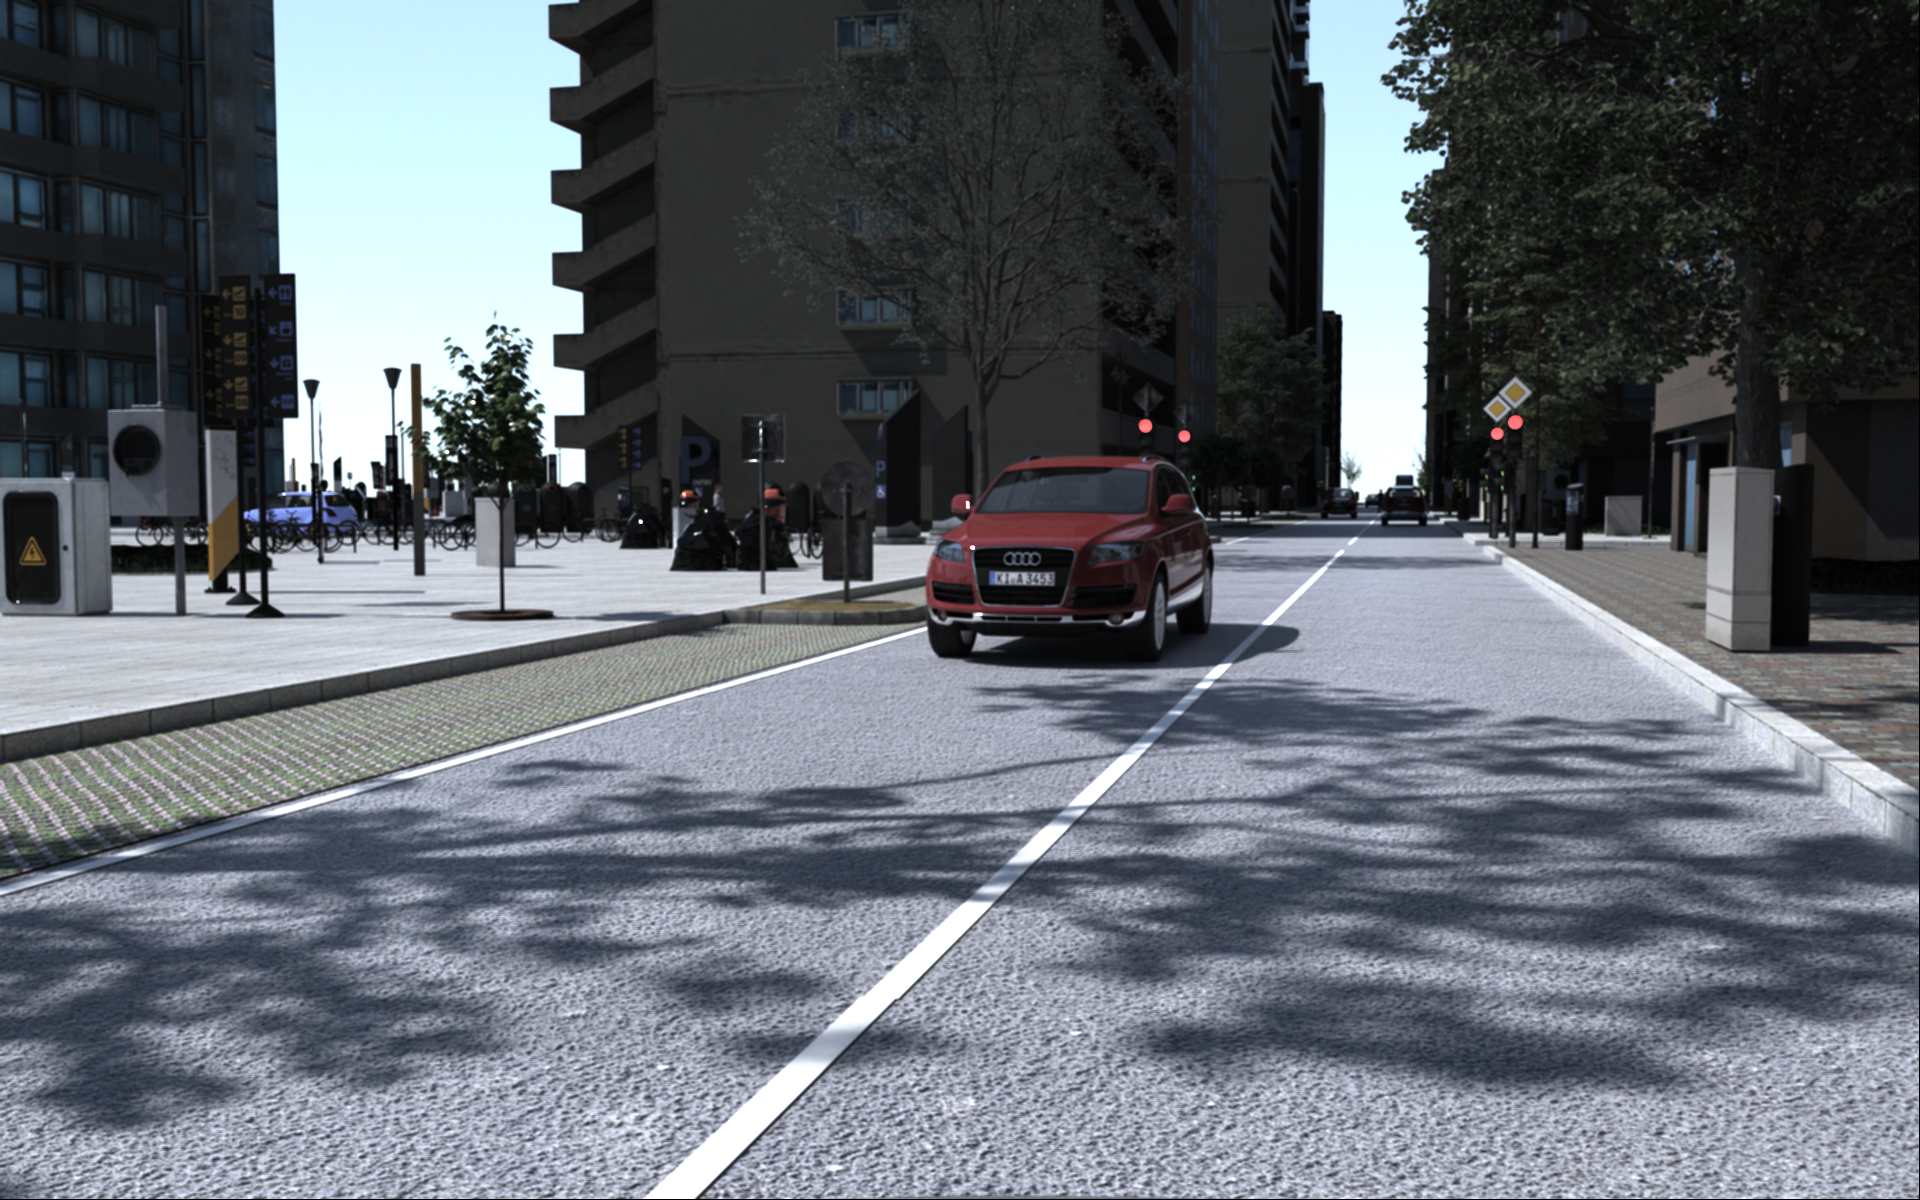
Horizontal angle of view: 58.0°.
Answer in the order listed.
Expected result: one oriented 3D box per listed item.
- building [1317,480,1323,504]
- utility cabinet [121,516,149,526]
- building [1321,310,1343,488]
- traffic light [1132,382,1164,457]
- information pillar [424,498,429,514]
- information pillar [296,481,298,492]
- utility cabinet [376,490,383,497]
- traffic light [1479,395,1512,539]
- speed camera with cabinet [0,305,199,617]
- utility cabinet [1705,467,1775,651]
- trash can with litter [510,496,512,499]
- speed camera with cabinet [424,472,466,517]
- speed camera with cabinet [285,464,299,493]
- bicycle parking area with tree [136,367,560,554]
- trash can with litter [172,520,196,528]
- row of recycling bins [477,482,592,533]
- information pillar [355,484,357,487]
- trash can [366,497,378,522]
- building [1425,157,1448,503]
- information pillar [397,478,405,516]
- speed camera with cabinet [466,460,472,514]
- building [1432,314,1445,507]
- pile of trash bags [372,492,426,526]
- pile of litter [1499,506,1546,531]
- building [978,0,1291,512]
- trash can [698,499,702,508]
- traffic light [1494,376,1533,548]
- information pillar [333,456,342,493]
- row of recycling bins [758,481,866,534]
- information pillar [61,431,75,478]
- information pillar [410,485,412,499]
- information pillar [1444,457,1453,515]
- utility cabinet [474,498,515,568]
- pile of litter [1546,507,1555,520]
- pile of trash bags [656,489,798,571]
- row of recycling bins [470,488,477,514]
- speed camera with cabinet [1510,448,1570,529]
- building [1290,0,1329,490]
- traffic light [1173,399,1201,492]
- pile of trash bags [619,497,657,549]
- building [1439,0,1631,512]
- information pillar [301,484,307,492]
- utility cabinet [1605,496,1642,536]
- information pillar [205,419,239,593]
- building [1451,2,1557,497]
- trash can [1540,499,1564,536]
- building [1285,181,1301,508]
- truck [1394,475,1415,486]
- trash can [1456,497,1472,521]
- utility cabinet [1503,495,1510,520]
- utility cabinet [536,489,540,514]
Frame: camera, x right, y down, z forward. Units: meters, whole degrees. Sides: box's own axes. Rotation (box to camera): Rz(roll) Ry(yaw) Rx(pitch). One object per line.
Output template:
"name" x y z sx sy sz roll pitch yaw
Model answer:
"building" 30.348 -32.486 223.025 32.217 40.220 23.993 1 4 14
"utility cabinet" -33.067 -3.564 69.436 1.020 1.237 0.306 0 4 6
"building" 51.950 -30.439 269.385 14.160 30.474 14.107 1 4 14
"traffic light" 4.714 -3.339 43.509 0.839 4.253 0.868 1 4 14
"information pillar" -34.731 -7.410 112.514 0.504 3.616 0.183 1 4 16
"information pillar" -37.898 -5.762 98.695 0.304 2.012 0.304 -2 4 -24
"utility cabinet" -33.311 -5.549 99.403 0.318 1.500 1.173 -1 4 -22
"traffic light" 15.181 -3.681 49.108 0.839 4.253 0.868 1 4 14
"speed camera with cabinet" -9.103 -1.461 18.227 2.038 3.252 0.660 1 4 11
"utility cabinet" 6.516 -0.354 14.465 0.318 1.500 1.173 1 4 14
"trash can with litter" -29.514 -6.251 113.259 2.233 1.210 1.678 -1 4 -9
"speed camera with cabinet" -28.484 -6.185 95.455 2.038 3.252 0.660 -3 4 -37
"speed camera with cabinet" -43.486 -7.347 114.451 2.038 3.252 0.660 1 4 10
"bicycle parking area with tree" -14.689 -3.324 41.356 9.016 4.147 8.231 -2 4 -27
"trash can with litter" -29.286 -3.290 65.180 0.624 1.170 1.055 1 4 19
"row of recycling bins" -14.049 -3.087 57.586 3.534 1.692 1.069 -2 4 -24
"information pillar" -42.760 -7.254 123.099 0.304 2.012 0.304 -3 5 -41
"trash can" -27.328 -4.225 80.732 0.748 1.137 0.748 0 3 0
"building" 76.618 -37.846 242.476 21.300 48.544 21.600 1 4 14
"information pillar" -26.383 -4.723 81.719 0.304 2.012 0.304 1 4 23
"speed camera with cabinet" -28.211 -6.356 98.258 0.660 3.252 2.038 -3 4 -36
"building" 63.086 -20.325 177.346 27.650 21.520 28.899 1 4 14
"pile of trash bags" -23.513 -3.807 71.994 1.912 1.369 3.447 0 4 -2
"pile of litter" 19.589 -2.873 60.944 1.176 0.858 1.719 0 4 -5
"building" 14.572 -31.420 137.424 21.300 48.544 21.600 1 4 14
"trash can" -8.649 -2.702 55.830 0.748 1.137 0.748 0 3 0
"traffic light" 13.209 -3.208 41.369 0.839 4.253 0.868 1 4 14
"information pillar" -37.920 -6.989 105.627 0.504 3.616 0.183 0 4 -4
"row of recycling bins" -4.838 -3.036 56.759 3.534 1.692 1.069 -1 4 -11
"information pillar" -33.216 -4.478 64.568 0.504 3.616 0.183 0 4 4
"information pillar" -43.281 -8.052 136.147 0.304 2.012 0.304 1 4 15
"information pillar" 29.454 -6.913 104.385 0.504 3.616 0.183 2 4 27
"utility cabinet" -8.206 -1.189 30.596 0.306 1.237 1.020 -3 5 -40
"pile of litter" 22.004 -3.172 65.825 1.719 0.858 1.176 1 4 10
"pile of trash bags" -3.706 -1.252 30.231 1.912 1.369 3.447 1 4 11
"row of recycling bins" -25.937 -5.367 94.858 1.069 1.692 3.534 0 4 1
"speed camera with cabinet" 21.225 -4.222 63.361 2.038 3.252 0.660 0 4 -7
"building" 41.921 -57.145 246.992 22.319 86.520 31.000 1 4 14
"traffic light" 6.686 -3.812 51.248 0.839 4.253 0.868 1 4 14
"pile of trash bags" -6.962 -1.972 42.000 1.912 1.369 3.447 0 4 7
"building" 51.247 -30.976 156.569 14.600 45.320 14.200 1 4 14
"information pillar" -50.065 -7.812 132.214 0.304 2.012 0.304 0 4 -7
"utility cabinet" 20.188 -2.541 52.709 1.020 1.237 0.306 1 4 9
"information pillar" -9.593 -1.906 22.510 0.183 3.616 0.504 2 4 25
"building" 50.107 -29.349 134.475 22.147 44.769 28.867 1 4 14
"trash can" 18.271 -2.560 53.517 0.748 1.137 0.748 0 3 0
"building" 22.770 -23.436 154.876 14.160 30.474 14.107 1 4 14
"truck" 60.728 -15.109 236.795 2.967 4.110 18.799 1 4 15
"trash can" 24.154 -4.366 83.038 0.748 1.137 0.748 0 3 0
"utility cabinet" 26.747 -4.480 84.404 0.306 1.237 1.020 0 4 3
"utility cabinet" -18.798 -4.247 78.114 1.173 1.500 0.318 0 4 7
